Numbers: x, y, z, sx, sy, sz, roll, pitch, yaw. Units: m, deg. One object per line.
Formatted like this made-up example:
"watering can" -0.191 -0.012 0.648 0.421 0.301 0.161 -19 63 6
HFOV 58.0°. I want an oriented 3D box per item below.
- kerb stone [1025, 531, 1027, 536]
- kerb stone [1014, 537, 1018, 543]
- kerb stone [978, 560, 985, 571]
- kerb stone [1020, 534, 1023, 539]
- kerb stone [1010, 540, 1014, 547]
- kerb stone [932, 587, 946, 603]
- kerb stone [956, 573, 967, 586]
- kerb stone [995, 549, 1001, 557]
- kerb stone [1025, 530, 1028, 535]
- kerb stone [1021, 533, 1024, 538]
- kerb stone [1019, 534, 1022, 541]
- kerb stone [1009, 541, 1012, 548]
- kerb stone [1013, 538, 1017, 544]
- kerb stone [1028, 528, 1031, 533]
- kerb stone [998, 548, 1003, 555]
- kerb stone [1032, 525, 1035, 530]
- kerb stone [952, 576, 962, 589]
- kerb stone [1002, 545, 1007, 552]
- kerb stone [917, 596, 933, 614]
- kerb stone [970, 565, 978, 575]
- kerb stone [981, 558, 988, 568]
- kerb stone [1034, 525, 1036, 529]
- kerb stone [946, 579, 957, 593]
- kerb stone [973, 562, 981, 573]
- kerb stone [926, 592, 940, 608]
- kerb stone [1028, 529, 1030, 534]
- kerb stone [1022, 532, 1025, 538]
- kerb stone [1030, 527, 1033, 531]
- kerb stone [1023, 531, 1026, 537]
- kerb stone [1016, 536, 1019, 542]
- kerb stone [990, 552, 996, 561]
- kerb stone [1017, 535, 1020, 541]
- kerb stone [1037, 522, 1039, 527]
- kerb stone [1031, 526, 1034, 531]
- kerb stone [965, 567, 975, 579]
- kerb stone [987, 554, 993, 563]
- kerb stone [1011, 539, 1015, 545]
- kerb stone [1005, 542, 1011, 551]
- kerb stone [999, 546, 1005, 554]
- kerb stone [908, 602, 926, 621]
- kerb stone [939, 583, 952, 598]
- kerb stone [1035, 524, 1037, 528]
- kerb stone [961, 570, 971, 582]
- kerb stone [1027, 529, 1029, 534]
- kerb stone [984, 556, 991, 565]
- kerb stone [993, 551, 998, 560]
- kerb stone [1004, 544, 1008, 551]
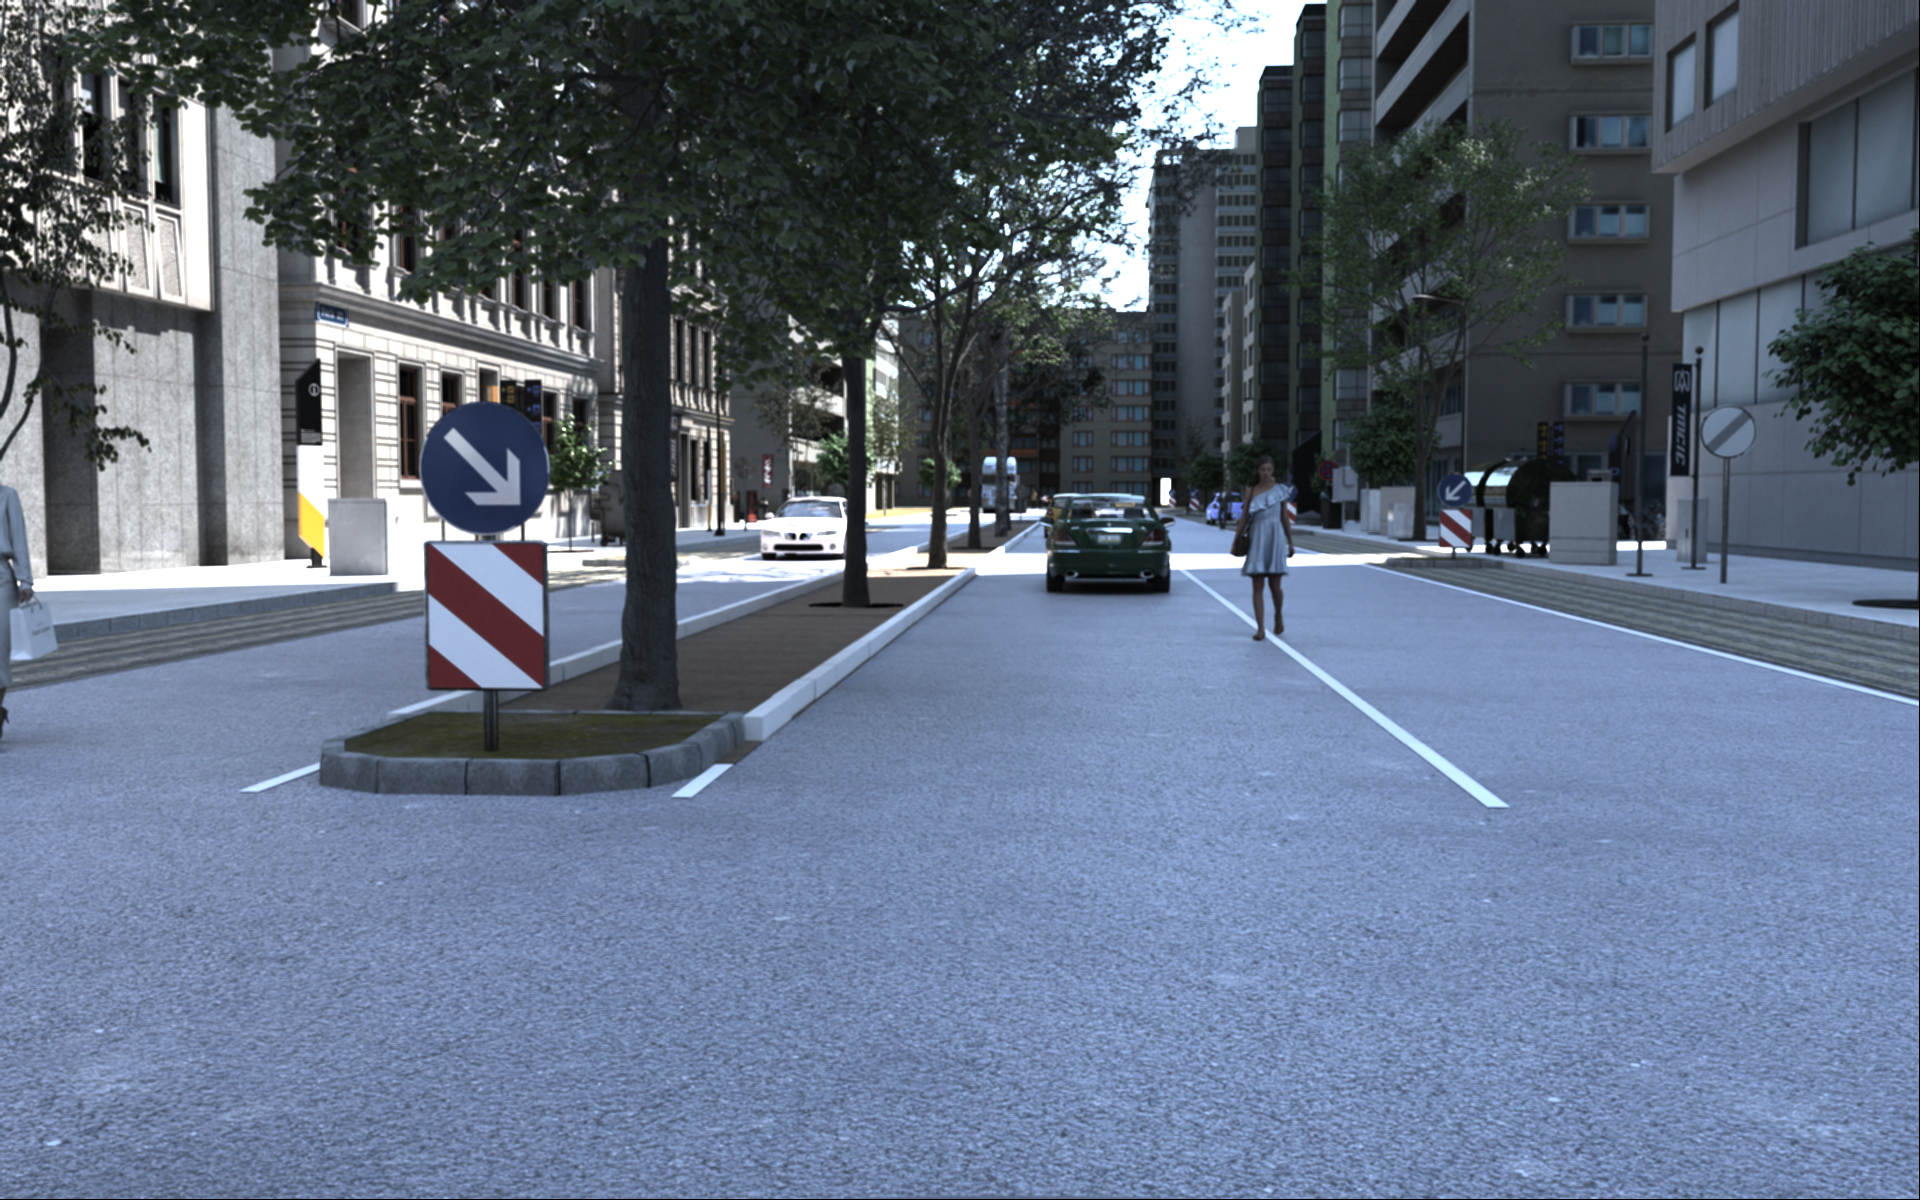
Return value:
"kerb stone" 2.043 -2.101 56.540 0.120 0.150 1.000 0 4 4
"kerb stone" 1.471 -1.601 48.365 0.120 0.150 1.000 0 4 4
"kerb stone" 0.329 -0.597 31.954 0.120 0.150 1.000 0 4 4
"kerb stone" 1.757 -1.850 52.449 0.120 0.150 1.000 0 4 4
"kerb stone" 1.256 -1.411 45.269 0.120 0.150 1.000 0 4 4
"kerb stone" -0.311 -0.033 22.742 0.120 0.150 1.000 0 4 4
"kerb stone" -0.027 -0.284 26.834 0.120 0.150 1.000 0 4 4
"kerb stone" 0.755 -0.973 38.111 0.120 0.150 1.000 0 4 4
"kerb stone" 2.114 -2.163 57.572 0.120 0.150 1.000 0 4 4
"kerb stone" 1.824 -1.913 53.469 0.120 0.150 1.000 0 4 4
"kerb stone" 1.682 -1.786 51.429 0.120 0.150 1.000 0 4 4
"kerb stone" 1.191 -1.349 44.246 0.120 0.150 1.000 0 4 4
"kerb stone" 1.406 -1.526 47.333 0.120 0.150 1.000 0 4 4
"kerb stone" 2.329 -2.352 60.647 0.120 0.150 1.000 0 4 4
"kerb stone" 0.823 -1.032 39.142 0.120 0.150 1.000 0 4 4
"kerb stone" 2.683 -2.664 65.760 0.120 0.150 1.000 0 4 4
"kerb stone" -0.103 -0.221 25.814 0.120 0.150 1.000 0 4 4
"kerb stone" 0.971 -1.161 41.183 0.120 0.150 1.000 0 4 4
"kerb stone" -0.454 0.091 20.702 0.120 0.150 1.000 0 4 4
"kerb stone" 0.184 -0.471 29.915 0.120 0.150 1.000 0 4 4
"kerb stone" 0.393 -0.658 32.975 0.120 0.150 1.000 0 4 4
"kerb stone" 2.755 -2.727 66.781 0.120 0.150 1.000 0 4 4
"kerb stone" -0.171 -0.158 24.794 0.120 0.150 1.000 0 4 4
"kerb stone" 0.249 -0.535 30.935 0.120 0.150 1.000 0 4 4
"kerb stone" -0.384 0.030 21.723 0.120 0.150 1.000 0 4 4
"kerb stone" 2.252 -2.287 59.627 0.120 0.150 1.000 0 4 4
"kerb stone" 1.902 -1.975 54.489 0.120 0.150 1.000 0 4 4
"kerb stone" 2.477 -2.476 62.695 0.120 0.150 1.000 0 4 4
"kerb stone" 1.971 -2.038 55.513 0.120 0.150 1.000 0 4 4
"kerb stone" 1.540 -1.663 49.390 0.120 0.150 1.000 0 4 4
"kerb stone" 0.610 -0.848 36.058 0.120 0.150 1.000 0 4 4
"kerb stone" 1.609 -1.718 50.410 0.120 0.150 1.000 0 4 4
"kerb stone" 3.106 -3.040 71.896 0.120 0.150 1.000 0 4 4
"kerb stone" 2.542 -2.539 63.715 0.120 0.150 1.000 0 4 4
"kerb stone" 0.115 -0.409 28.885 0.120 0.150 1.000 0 4 4
"kerb stone" 0.533 -0.780 35.028 0.120 0.150 1.000 0 4 4
"kerb stone" 1.327 -1.475 46.305 0.120 0.150 1.000 0 4 4
"kerb stone" 1.119 -1.286 43.226 0.120 0.150 1.000 0 4 4
"kerb stone" 0.904 -1.098 40.163 0.120 0.150 1.000 0 4 4
"kerb stone" -0.525 0.154 19.683 0.120 0.150 1.000 0 4 4
"kerb stone" -0.246 -0.095 23.774 0.120 0.150 1.000 0 4 4
"kerb stone" 2.899 -2.852 68.831 0.120 0.150 1.000 0 4 4
"kerb stone" 0.042 -0.344 27.854 0.120 0.150 1.000 0 4 4
"kerb stone" 2.184 -2.227 58.601 0.120 0.150 1.000 0 4 4
"kerb stone" 0.468 -0.722 33.998 0.120 0.150 1.000 0 4 4
"kerb stone" 0.681 -0.911 37.092 0.120 0.150 1.000 0 4 4
"kerb stone" 1.037 -1.224 42.204 0.120 0.150 1.000 0 4 4
